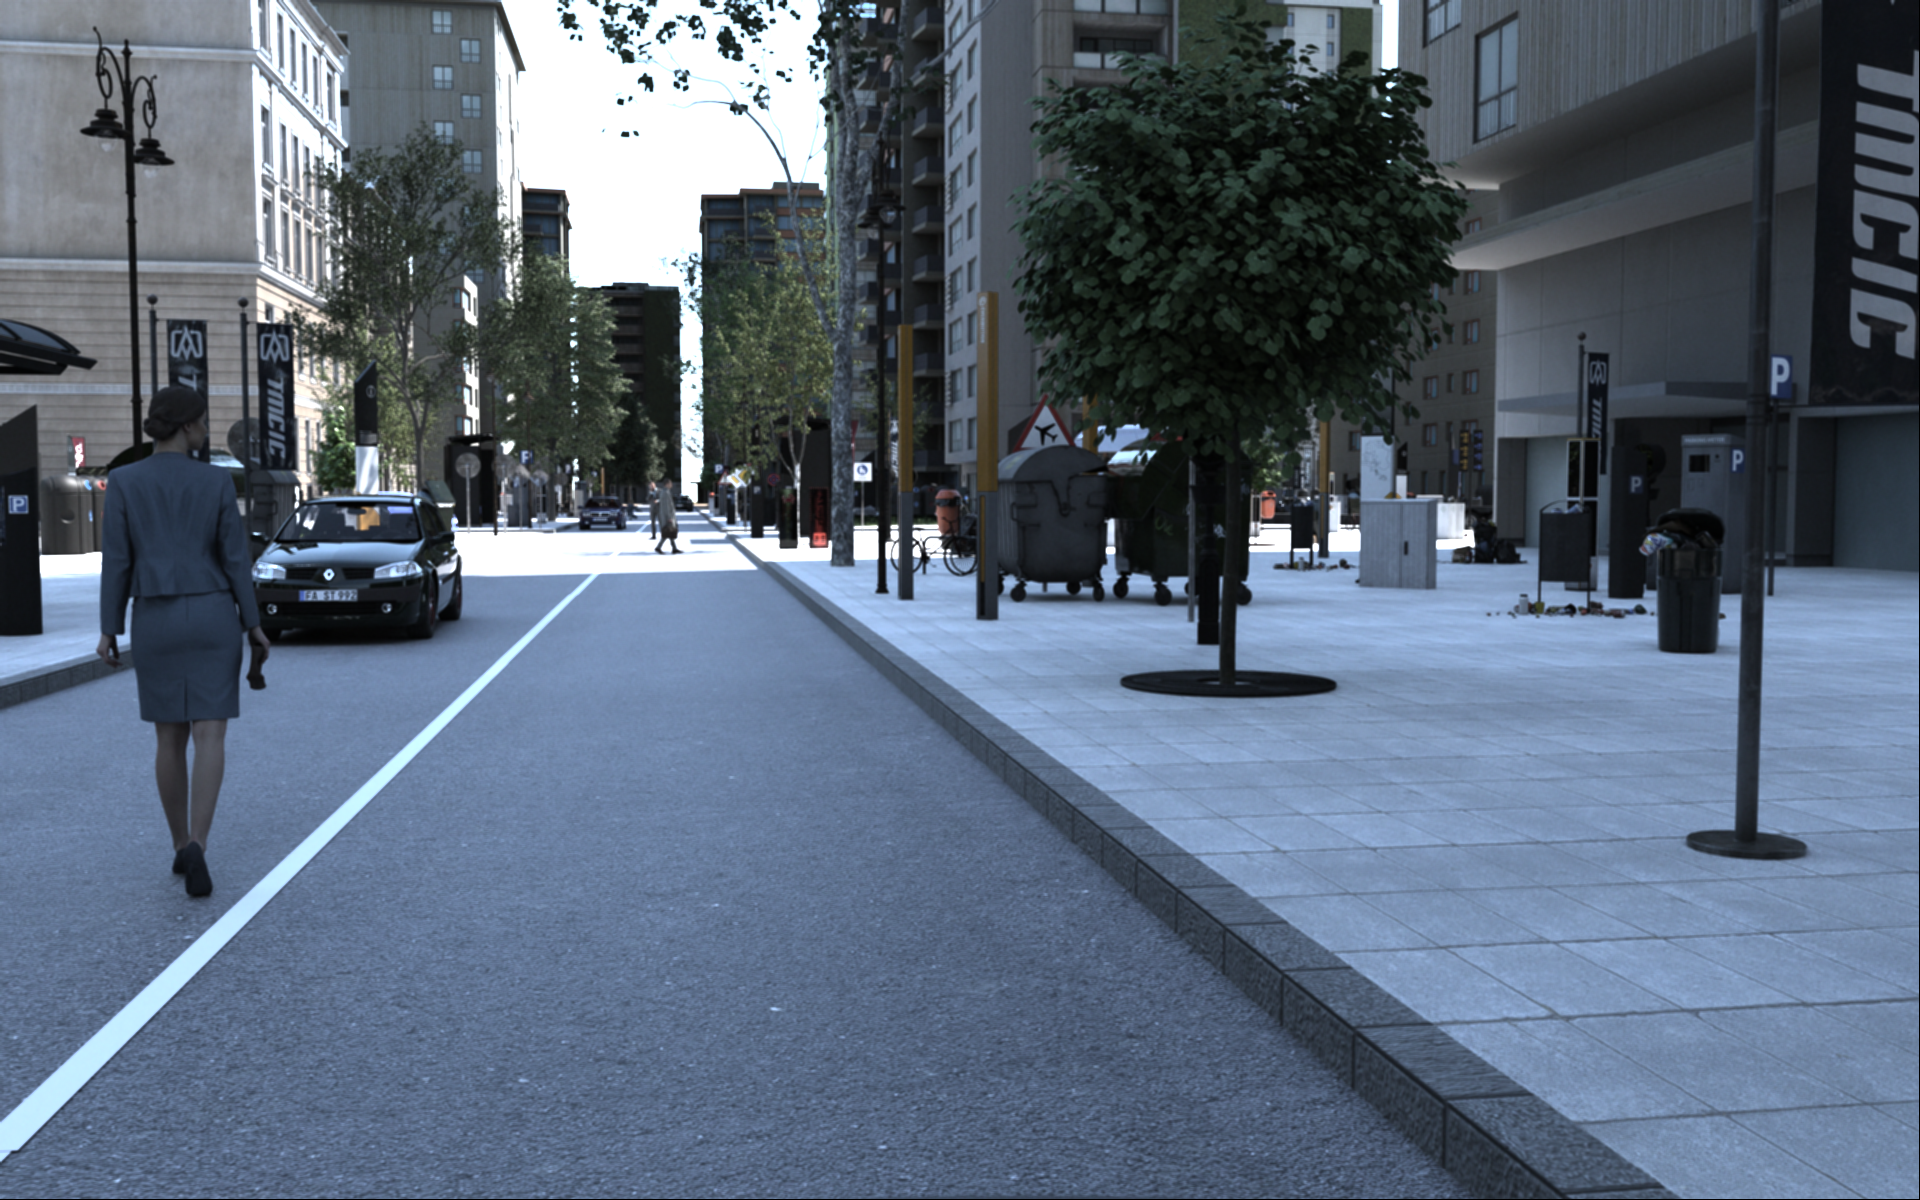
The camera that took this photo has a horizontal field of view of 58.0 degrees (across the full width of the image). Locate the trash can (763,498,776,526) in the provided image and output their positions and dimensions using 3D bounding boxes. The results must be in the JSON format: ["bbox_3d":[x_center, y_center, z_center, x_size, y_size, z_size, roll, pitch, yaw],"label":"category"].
[{"bbox_3d":[-7.672,-3.524,69.278,0.748,1.137,0.748,0,3,0],"label":"trash can"}]

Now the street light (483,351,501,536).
[{"bbox_3d":[-14.143,-4.881,52.591,0.468,5.910,1.993,-1,4,-9],"label":"street light"}]

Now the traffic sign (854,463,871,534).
[{"bbox_3d":[-3.163,-3.303,56.135,0.606,2.300,0.079,-1,4,-9],"label":"traffic sign"}]

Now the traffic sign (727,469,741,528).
[{"bbox_3d":[-8.397,-3.769,65.270,0.795,2.450,0.064,-1,4,-9],"label":"traffic sign"}]

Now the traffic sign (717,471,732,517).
[{"bbox_3d":[-12.899,-5.821,95.182,0.884,2.594,0.081,0,4,-6],"label":"traffic sign"}]

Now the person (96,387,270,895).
[{"bbox_3d":[-2.850,0.136,6.305,0.581,1.822,0.654,-1,4,-8],"label":"person"}]

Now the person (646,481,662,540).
[{"bbox_3d":[-9.550,-2.823,54.455,0.655,1.846,0.447,1,4,9],"label":"person"}]

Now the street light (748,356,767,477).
[{"bbox_3d":[-6.617,-5.155,57.064,0.468,5.910,1.993,-1,4,-9],"label":"street light"}]

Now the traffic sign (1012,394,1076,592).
[{"bbox_3d":[1.110,-1.382,22.597,0.884,2.594,0.081,0,4,-6],"label":"traffic sign"}]

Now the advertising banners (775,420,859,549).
[{"bbox_3d":[-3.339,-2.717,40.610,2.074,3.025,0.090,-2,4,-24],"label":"advertising banners"}]

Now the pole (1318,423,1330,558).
[{"bbox_3d":[7.314,-2.502,34.752,0.158,3.312,0.155,0,3,0],"label":"pole"}]

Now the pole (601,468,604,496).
[{"bbox_3d":[-27.407,-8.506,132.909,0.158,3.312,0.155,0,3,0],"label":"pole"}]

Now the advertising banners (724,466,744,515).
[{"bbox_3d":[-14.049,-6.829,107.840,0.090,3.025,2.074,2,4,30],"label":"advertising banners"}]

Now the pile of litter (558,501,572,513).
[{"bbox_3d":[-26.658,-6.280,116.638,1.176,0.858,1.719,-3,4,-37],"label":"pile of litter"}]

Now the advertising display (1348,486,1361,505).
[{"bbox_3d":[22.554,-5.715,98.660,0.974,1.923,0.123,3,5,42],"label":"advertising display"}]

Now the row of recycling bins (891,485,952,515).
[{"bbox_3d":[-1.885,-4.485,80.440,3.534,1.692,1.069,-3,4,-36],"label":"row of recycling bins"}]

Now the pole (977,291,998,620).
[{"bbox_3d":[0.279,-1.453,17.599,0.158,3.312,0.155,0,3,0],"label":"pole"}]

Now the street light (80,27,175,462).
[{"bbox_3d":[-8.471,-2.752,17.779,0.468,5.910,1.993,-1,4,-9],"label":"street light"}]

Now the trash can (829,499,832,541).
[{"bbox_3d":[-3.716,-2.197,47.582,0.748,1.137,0.748,0,3,0],"label":"trash can"}]

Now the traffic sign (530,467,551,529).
[{"bbox_3d":[-15.551,-3.700,64.132,0.795,2.450,0.064,-1,4,-9],"label":"traffic sign"}]

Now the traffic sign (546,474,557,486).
[{"bbox_3d":[-21.202,-5.361,89.783,0.606,2.300,0.079,0,4,-5],"label":"traffic sign"}]

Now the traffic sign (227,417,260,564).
[{"bbox_3d":[-11.749,-1.752,28.749,0.768,2.556,0.104,-1,4,-8],"label":"traffic sign"}]

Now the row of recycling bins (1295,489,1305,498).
[{"bbox_3d":[25.304,-7.795,134.565,3.534,1.692,1.069,1,4,12],"label":"row of recycling bins"}]

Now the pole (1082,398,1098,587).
[{"bbox_3d":[1.788,-1.833,23.810,0.158,3.312,0.155,0,3,0],"label":"pole"}]

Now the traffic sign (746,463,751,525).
[{"bbox_3d":[-8.590,-4.349,71.217,0.768,2.556,0.104,0,4,-3],"label":"traffic sign"}]

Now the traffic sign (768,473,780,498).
[{"bbox_3d":[-11.540,-6.556,107.301,0.768,2.556,0.104,0,4,-6],"label":"traffic sign"}]

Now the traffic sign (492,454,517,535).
[{"bbox_3d":[-14.391,-3.341,54.727,0.768,2.556,0.104,0,4,-6],"label":"traffic sign"}]

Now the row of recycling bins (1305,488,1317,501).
[{"bbox_3d":[25.443,-6.758,117.601,3.534,1.692,1.069,2,4,35],"label":"row of recycling bins"}]

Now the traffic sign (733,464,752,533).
[{"bbox_3d":[-7.115,-3.287,57.388,0.795,2.450,0.064,-1,4,-9],"label":"traffic sign"}]

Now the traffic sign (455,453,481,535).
[{"bbox_3d":[-15.320,-3.293,53.955,0.768,2.556,0.104,0,4,-4],"label":"traffic sign"}]

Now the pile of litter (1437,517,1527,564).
[{"bbox_3d":[9.678,-1.120,32.270,1.719,0.858,1.176,1,4,18],"label":"pile of litter"}]

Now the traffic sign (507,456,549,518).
[{"bbox_3d":[-23.027,-6.023,92.346,2.265,3.308,0.079,0,4,-3],"label":"traffic sign"}]

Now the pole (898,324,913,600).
[{"bbox_3d":[-0.660,-1.659,20.973,0.158,3.312,0.155,0,3,0],"label":"pole"}]

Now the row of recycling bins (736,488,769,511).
[{"bbox_3d":[-14.645,-7.069,122.697,1.069,1.692,3.534,-3,4,-39],"label":"row of recycling bins"}]

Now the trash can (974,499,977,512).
[{"bbox_3d":[0.795,-2.653,55.026,0.748,1.137,0.748,0,3,0],"label":"trash can"}]

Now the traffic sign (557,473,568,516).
[{"bbox_3d":[-23.657,-6.288,102.920,0.768,2.556,0.104,0,4,-3],"label":"traffic sign"}]

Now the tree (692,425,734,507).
[{"bbox_3d":[-25.388,-13.797,175.948,4.360,8.622,3.978,0,3,0],"label":"tree"}]

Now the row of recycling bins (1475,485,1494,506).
[{"bbox_3d":[23.970,-4.315,77.657,1.069,1.692,3.534,0,4,-2],"label":"row of recycling bins"}]

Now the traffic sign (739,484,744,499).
[{"bbox_3d":[-13.288,-6.356,106.054,0.606,2.300,0.079,0,4,-2],"label":"traffic sign"}]

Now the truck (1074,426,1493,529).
[{"bbox_3d":[12.816,-4.635,65.549,18.799,4.110,2.967,-1,4,-11],"label":"truck"}]

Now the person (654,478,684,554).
[{"bbox_3d":[-6.970,-2.011,41.486,0.767,1.812,0.694,-1,4,-18],"label":"person"}]

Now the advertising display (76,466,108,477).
[{"bbox_3d":[-20.189,-2.159,40.508,0.974,1.923,0.123,1,4,12],"label":"advertising display"}]

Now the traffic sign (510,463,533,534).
[{"bbox_3d":[-14.269,-3.218,56.250,0.795,2.450,0.064,-1,4,-9],"label":"traffic sign"}]

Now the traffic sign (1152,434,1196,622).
[{"bbox_3d":[2.319,-1.058,17.305,0.884,2.594,0.081,0,4,-3],"label":"traffic sign"}]

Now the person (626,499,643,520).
[{"bbox_3d":[-18.280,-5.038,96.366,1.012,1.151,0.738,2,4,34],"label":"person"}]

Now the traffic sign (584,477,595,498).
[{"bbox_3d":[-27.301,-7.802,127.669,0.768,2.556,0.104,0,4,-2],"label":"traffic sign"}]

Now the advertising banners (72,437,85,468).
[{"bbox_3d":[-26.912,-3.540,54.064,0.090,3.025,2.074,1,4,15],"label":"advertising banners"}]

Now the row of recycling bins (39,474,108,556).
[{"bbox_3d":[-19.151,-1.870,37.685,1.069,1.692,3.534,-1,4,-11],"label":"row of recycling bins"}]

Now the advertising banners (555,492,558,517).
[{"bbox_3d":[-22.841,-6.151,96.750,0.090,3.025,2.074,0,4,6],"label":"advertising banners"}]
